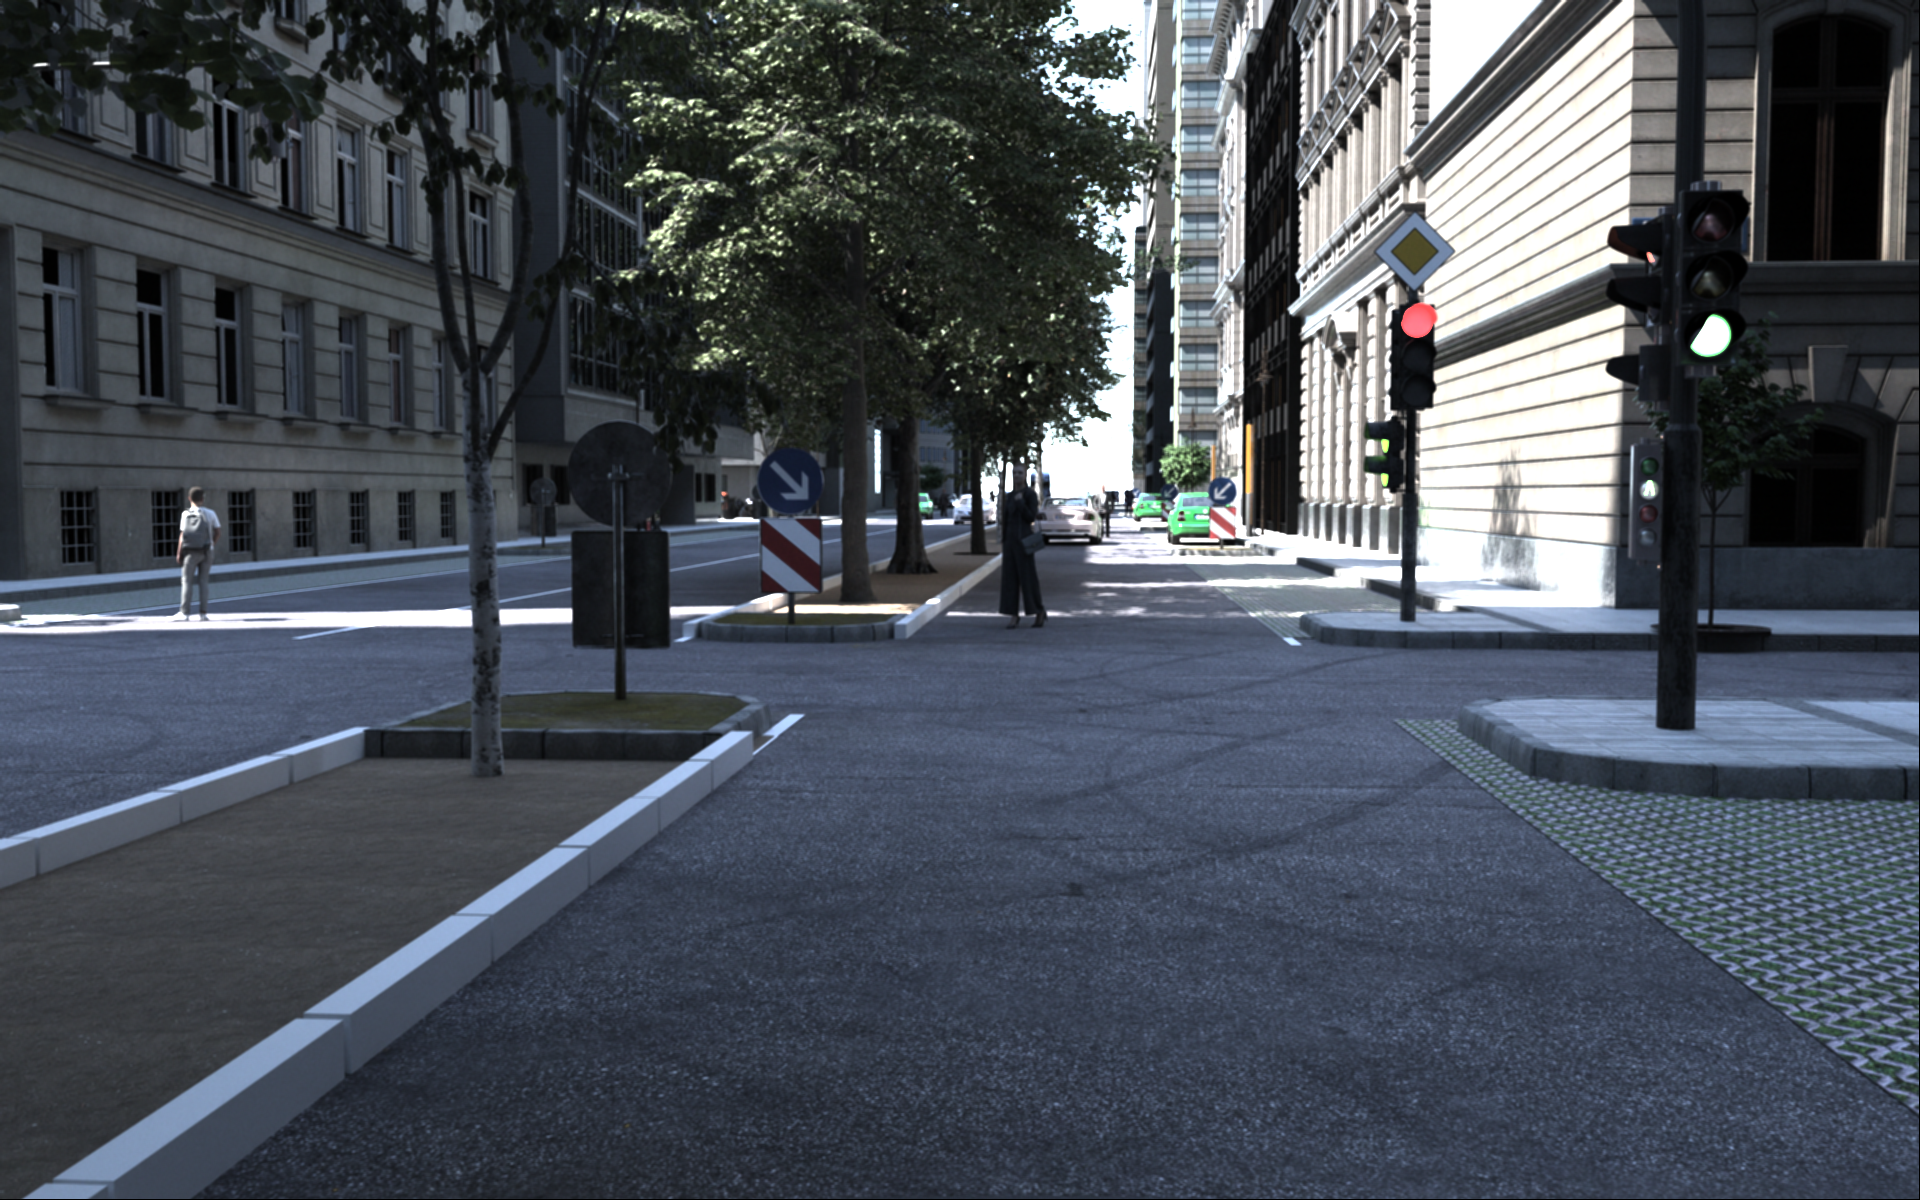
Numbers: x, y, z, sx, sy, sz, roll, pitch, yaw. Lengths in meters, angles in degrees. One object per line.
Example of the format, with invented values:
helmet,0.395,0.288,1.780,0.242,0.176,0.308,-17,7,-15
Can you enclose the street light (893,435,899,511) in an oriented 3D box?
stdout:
street light,-4.923,-9.847,133.778,0.468,5.910,1.993,0,4,4

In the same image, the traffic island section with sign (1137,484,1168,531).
traffic island section with sign,7.984,-3.584,67.229,1.989,1.847,2.006,0,4,4

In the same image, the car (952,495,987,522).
car,0.626,-4.811,90.656,2.014,1.417,4.499,0,4,2

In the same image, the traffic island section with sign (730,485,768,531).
traffic island section with sign,-7.904,-3.643,68.188,1.989,1.847,2.006,0,4,4

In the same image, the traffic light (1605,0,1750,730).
traffic light,1.811,-2.126,9.433,4.771,5.953,1.251,0,4,4

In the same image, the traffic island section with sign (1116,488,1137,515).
traffic island section with sign,11.706,-6.593,116.423,1.989,1.847,2.006,0,4,4

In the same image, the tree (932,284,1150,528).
tree,2.741,-9.783,72.772,12.009,13.543,11.850,0,3,0

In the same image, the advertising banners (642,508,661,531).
advertising banners,-10.232,-3.706,56.776,0.090,3.025,2.074,1,4,12

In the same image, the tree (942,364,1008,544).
tree,1.097,-5.899,49.262,4.737,8.622,4.395,0,3,0

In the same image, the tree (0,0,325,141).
tree,-2.686,-4.990,2.165,7.486,12.596,7.792,0,3,0

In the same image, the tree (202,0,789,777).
tree,-2.401,-3.393,8.292,4.360,8.622,3.978,0,3,0

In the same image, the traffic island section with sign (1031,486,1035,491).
traffic island section with sign,4.047,-5.162,92.540,2.006,1.907,1.989,0,4,4

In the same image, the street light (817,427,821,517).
street light,-7.824,-7.494,95.311,0.468,5.910,1.993,0,4,4

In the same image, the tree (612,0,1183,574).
tree,-0.913,-6.806,30.745,9.611,12.733,9.660,0,3,0

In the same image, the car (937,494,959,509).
car,-1.056,-8.939,155.940,2.009,1.686,4.222,0,4,4

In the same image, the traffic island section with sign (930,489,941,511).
traffic island section with sign,-2.138,-8.315,144.582,1.989,1.847,2.006,0,4,4

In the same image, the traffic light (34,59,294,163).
traffic light,-9.518,-2.678,18.455,4.771,5.953,1.251,0,4,4

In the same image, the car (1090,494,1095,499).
car,15.646,-12.340,211.982,2.015,1.641,3.980,0,4,5

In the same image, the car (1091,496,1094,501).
car,7.138,-5.522,102.280,2.014,1.417,4.499,0,4,6

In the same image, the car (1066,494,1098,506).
car,5.995,-4.635,87.579,2.131,1.459,4.920,0,4,5

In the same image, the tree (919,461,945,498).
tree,-3.031,-11.386,169.869,4.285,4.588,4.351,0,3,0

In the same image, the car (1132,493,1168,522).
car,9.849,-4.893,88.788,1.959,1.807,4.718,0,4,3

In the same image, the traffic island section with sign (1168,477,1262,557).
traffic island section with sign,5.946,-1.940,40.350,1.989,1.847,2.006,0,4,4

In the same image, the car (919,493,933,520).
car,-2.471,-5.394,96.980,1.959,1.807,4.718,0,4,2

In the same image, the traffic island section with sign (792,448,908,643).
traffic island section with sign,-1.609,-0.580,17.614,2.006,1.907,1.989,0,4,4

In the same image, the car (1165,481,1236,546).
car,6.851,-2.481,49.366,1.959,1.807,4.718,0,4,4

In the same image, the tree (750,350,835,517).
tree,-9.718,-9.404,88.174,8.767,10.594,7.601,-3,5,-43

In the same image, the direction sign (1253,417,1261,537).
direction sign,8.785,-3.640,51.512,0.379,3.537,0.876,1,4,15

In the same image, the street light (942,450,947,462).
street light,-1.554,-12.565,178.220,0.468,5.910,1.993,0,4,4

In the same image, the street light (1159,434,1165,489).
street light,15.097,-9.596,129.686,0.468,5.910,1.993,0,4,4

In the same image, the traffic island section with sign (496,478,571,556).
traffic island section with sign,-9.980,-1.975,40.927,1.989,1.847,2.006,0,4,4

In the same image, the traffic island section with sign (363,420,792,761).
traffic island section with sign,-2.177,-0.128,10.228,2.006,1.907,1.989,0,4,4

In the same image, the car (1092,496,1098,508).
car,7.758,-5.870,108.550,1.945,1.354,3.894,0,4,6

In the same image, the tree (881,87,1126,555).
tree,0.332,-6.872,40.563,9.928,11.665,9.643,0,3,0

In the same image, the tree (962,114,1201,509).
tree,5.139,-13.908,85.745,12.611,20.169,13.585,0,3,0

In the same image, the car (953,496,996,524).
car,0.740,-4.348,83.448,2.083,1.381,4.827,0,4,5

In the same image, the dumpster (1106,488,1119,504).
dumpster,21.867,-14.881,248.252,1.985,2.255,1.502,0,4,5

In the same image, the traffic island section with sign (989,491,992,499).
traffic island section with sign,4.155,-13.398,227.682,1.989,1.847,2.006,0,4,4

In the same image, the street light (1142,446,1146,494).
street light,17.858,-11.922,167.706,0.468,5.910,1.993,0,4,4

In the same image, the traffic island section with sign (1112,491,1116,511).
traffic island section with sign,13.760,-8.261,143.696,1.989,1.847,2.006,0,4,4

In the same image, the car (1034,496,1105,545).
car,3.153,-2.314,50.193,2.083,1.381,4.827,0,4,6

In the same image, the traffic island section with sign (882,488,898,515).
traffic island section with sign,-4.179,-6.662,117.558,1.989,1.847,2.006,0,4,4

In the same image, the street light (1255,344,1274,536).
street light,9.369,-4.934,53.452,0.468,5.910,1.993,0,4,4

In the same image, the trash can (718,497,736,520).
trash can,-11.412,-4.525,85.631,0.748,1.137,0.748,0,3,0

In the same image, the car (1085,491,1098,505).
car,17.677,-13.754,233.548,2.281,1.827,5.304,0,4,4

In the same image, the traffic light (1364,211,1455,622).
traffic light,4.506,-1.741,17.379,0.839,4.253,0.868,0,4,4

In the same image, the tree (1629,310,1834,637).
tree,7.076,-1.302,15.896,1.663,3.219,1.824,0,3,0

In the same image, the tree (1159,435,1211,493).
tree,12.726,-6.933,97.070,4.285,4.588,4.351,0,3,0

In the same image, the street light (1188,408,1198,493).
street light,12.277,-7.258,91.461,0.468,5.910,1.993,0,4,4

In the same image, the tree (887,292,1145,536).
tree,1.291,-7.253,55.463,8.767,10.594,7.601,0,4,4
